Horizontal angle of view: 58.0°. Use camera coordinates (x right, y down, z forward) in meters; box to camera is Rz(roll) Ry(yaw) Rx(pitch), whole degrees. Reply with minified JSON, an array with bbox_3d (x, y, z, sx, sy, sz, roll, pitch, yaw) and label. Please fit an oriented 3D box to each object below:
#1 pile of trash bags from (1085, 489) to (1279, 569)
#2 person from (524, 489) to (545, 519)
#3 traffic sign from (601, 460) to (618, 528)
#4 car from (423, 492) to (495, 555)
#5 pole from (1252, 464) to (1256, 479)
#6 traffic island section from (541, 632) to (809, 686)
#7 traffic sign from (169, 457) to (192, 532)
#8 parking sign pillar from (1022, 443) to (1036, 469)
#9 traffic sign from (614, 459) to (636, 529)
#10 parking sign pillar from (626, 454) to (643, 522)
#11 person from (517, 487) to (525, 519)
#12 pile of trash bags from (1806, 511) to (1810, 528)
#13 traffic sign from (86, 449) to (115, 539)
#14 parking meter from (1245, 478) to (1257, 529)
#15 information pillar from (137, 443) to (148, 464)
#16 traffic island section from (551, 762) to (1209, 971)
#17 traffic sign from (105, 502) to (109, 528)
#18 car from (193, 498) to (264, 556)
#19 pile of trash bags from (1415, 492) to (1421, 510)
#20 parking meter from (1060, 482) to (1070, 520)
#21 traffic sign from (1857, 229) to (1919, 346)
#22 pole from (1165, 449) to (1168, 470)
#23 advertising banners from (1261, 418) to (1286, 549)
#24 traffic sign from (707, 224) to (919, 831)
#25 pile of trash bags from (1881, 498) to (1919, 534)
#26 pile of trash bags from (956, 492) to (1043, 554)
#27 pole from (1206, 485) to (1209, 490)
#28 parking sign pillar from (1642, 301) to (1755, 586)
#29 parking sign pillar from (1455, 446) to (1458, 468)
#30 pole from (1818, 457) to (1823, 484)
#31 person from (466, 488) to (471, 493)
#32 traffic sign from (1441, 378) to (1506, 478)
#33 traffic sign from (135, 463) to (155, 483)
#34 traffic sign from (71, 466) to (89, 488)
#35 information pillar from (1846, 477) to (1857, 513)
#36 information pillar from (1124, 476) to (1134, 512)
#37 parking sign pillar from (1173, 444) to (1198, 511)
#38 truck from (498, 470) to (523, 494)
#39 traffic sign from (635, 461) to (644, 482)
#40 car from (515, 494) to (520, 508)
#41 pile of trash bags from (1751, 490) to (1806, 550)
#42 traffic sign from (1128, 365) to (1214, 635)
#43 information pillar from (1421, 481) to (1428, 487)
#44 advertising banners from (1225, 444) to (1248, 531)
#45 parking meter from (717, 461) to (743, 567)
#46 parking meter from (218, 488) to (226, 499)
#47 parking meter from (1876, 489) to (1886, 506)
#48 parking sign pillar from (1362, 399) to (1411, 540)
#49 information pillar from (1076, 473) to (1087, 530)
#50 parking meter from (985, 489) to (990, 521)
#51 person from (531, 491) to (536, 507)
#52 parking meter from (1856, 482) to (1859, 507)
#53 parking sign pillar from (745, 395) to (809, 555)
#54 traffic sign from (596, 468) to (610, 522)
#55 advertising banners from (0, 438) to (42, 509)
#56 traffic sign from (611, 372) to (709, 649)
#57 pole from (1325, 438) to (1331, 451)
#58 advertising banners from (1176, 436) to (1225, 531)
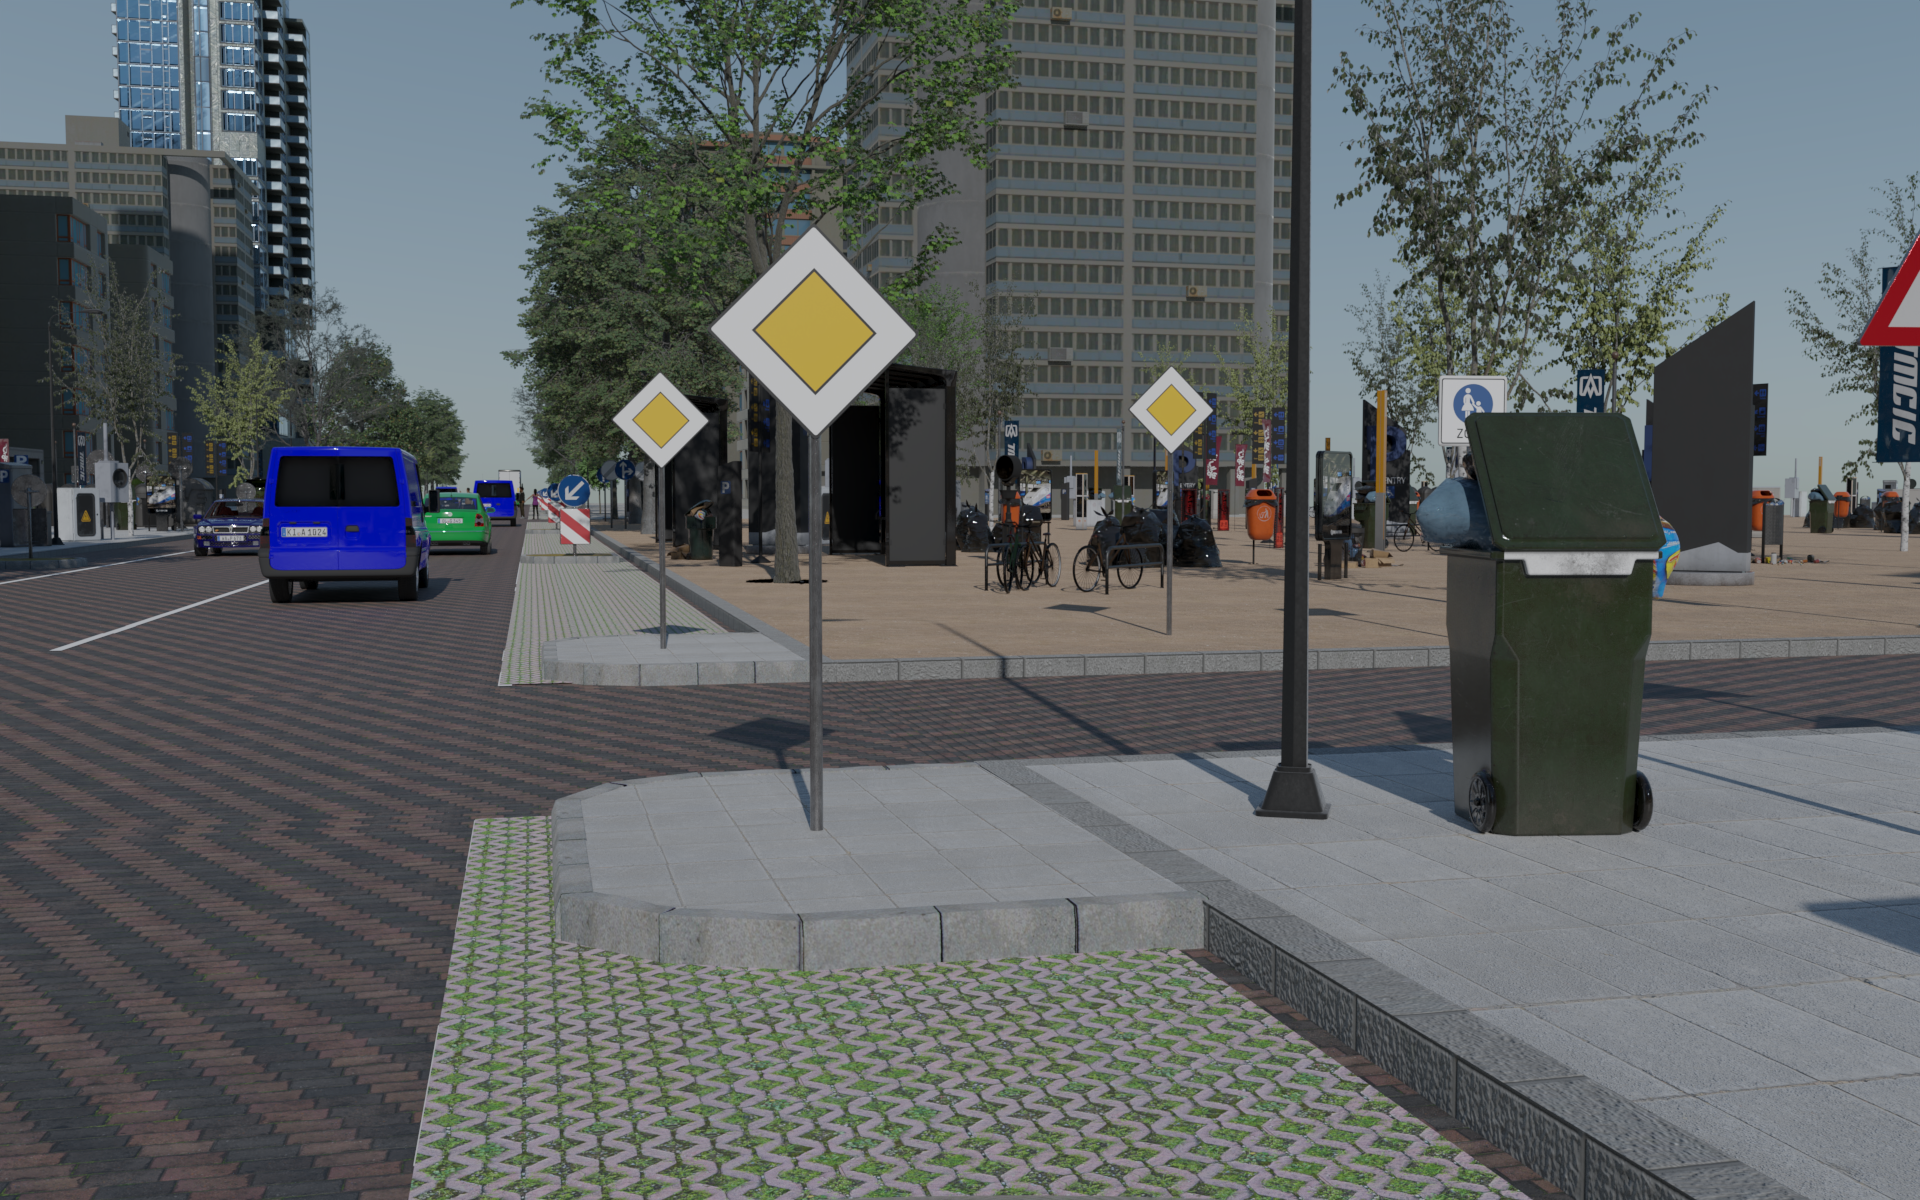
[{"bbox_3d":[4.064,-1.296,30.938,3.447,1.369,1.912,-1,4,-16],"label":"pile of trash bags"},{"bbox_3d":[-24.020,-5.426,97.891,1.217,1.739,0.721,-2,4,-31],"label":"person"},{"bbox_3d":[-13.087,-3.969,65.000,0.768,2.556,0.104,-1,4,-12],"label":"traffic sign"},{"bbox_3d":[-12.285,-2.030,41.992,1.959,1.807,4.718,-1,4,-14],"label":"car"},{"bbox_3d":[13.683,-5.309,80.638,0.158,3.312,0.155,0,3,0],"label":"pole"},{"bbox_3d":[-2.443,0.483,14.386,2.009,0.180,2.903,-1,4,-14],"label":"traffic island section"},{"bbox_3d":[-26.476,-3.594,58.865,0.768,2.556,0.104,0,4,-5],"label":"traffic sign"},{"bbox_3d":[3.614,-6.244,90.565,1.447,3.967,1.447,-1,4,-13],"label":"parking sign pillar"},{"bbox_3d":[-12.267,-3.877,63.495,0.768,2.556,0.104,0,4,-6],"label":"traffic sign"},{"bbox_3d":[-14.844,-5.630,80.530,1.447,3.967,1.447,-2,4,-28],"label":"parking sign pillar"},{"bbox_3d":[-25.561,-5.676,100.938,0.705,1.869,1.348,-2,4,-28],"label":"person"},{"bbox_3d":[33.867,-3.409,65.482,3.447,1.369,1.912,-1,4,-11],"label":"pile of trash bags"},{"bbox_3d":[-24.422,-3.005,49.243,0.768,2.556,0.104,-1,4,-11],"label":"traffic sign"},{"bbox_3d":[10.600,-3.508,63.072,0.399,1.863,0.255,-1,4,-21],"label":"parking meter"},{"bbox_3d":[-36.765,-5.295,77.923,0.183,3.616,0.504,2,4,29],"label":"information pillar"},{"bbox_3d":[-0.529,0.957,6.633,2.009,0.180,2.903,-1,4,-14],"label":"traffic island section"},{"bbox_3d":[-32.385,-4.012,65.705,0.768,2.556,0.104,-1,4,-9],"label":"traffic sign"},{"bbox_3d":[-17.126,-1.754,41.253,1.945,1.354,3.894,-1,4,-16],"label":"car"},{"bbox_3d":[17.862,-3.904,73.575,3.447,1.369,1.912,0,4,-5],"label":"pile of trash bags"},{"bbox_3d":[5.141,-4.835,84.765,0.399,1.863,0.255,2,4,31],"label":"parking meter"},{"bbox_3d":[3.651,-0.386,6.320,0.884,2.594,0.081,0,4,-7],"label":"traffic sign"},{"bbox_3d":[8.208,-4.562,68.437,0.158,3.312,0.155,0,3,0],"label":"pole"},{"bbox_3d":[7.548,-2.733,40.874,0.090,3.025,2.074,2,4,35],"label":"advertising banners"},{"bbox_3d":[-0.550,-0.178,6.550,0.795,2.450,0.064,-1,4,-14],"label":"traffic sign"},{"bbox_3d":[32.747,-3.161,61.432,3.447,1.369,1.912,3,5,44],"label":"pile of trash bags"},{"bbox_3d":[0.894,-1.748,38.327,1.912,1.369,3.447,-1,4,-8],"label":"pile of trash bags"},{"bbox_3d":[10.814,-5.015,75.836,0.158,3.312,0.155,0,3,0],"label":"pole"},{"bbox_3d":[10.589,-2.215,24.695,1.447,3.967,1.447,2,4,31],"label":"parking sign pillar"},{"bbox_3d":[21.678,-5.222,73.844,1.447,3.967,1.447,-1,4,-9],"label":"parking sign pillar"},{"bbox_3d":[46.823,-6.144,94.304,0.158,3.312,0.155,0,3,0],"label":"pole"},{"bbox_3d":[-28.788,-5.674,101.367,0.705,1.812,1.348,2,4,28],"label":"person"},{"bbox_3d":[4.436,-0.792,15.082,0.606,2.300,0.079,0,4,-6],"label":"traffic sign"},{"bbox_3d":[-33.259,-4.321,70.747,0.768,2.556,0.104,-1,4,-12],"label":"traffic sign"},{"bbox_3d":[-31.957,-3.720,62.953,0.606,2.300,0.079,0,4,-7],"label":"traffic sign"},{"bbox_3d":[39.036,-4.366,75.873,0.304,2.012,0.304,-2,4,-24],"label":"information pillar"},{"bbox_3d":[6.699,-3.928,68.722,0.304,2.012,0.304,-3,4,-39],"label":"information pillar"},{"bbox_3d":[9.885,-5.404,76.831,1.447,3.967,1.447,-1,4,-9],"label":"parking sign pillar"},{"bbox_3d":[-53.197,-13.212,204.925,2.839,4.237,11.283,-1,4,-14],"label":"truck"},{"bbox_3d":[-12.300,-4.118,67.437,0.768,2.556,0.104,-1,4,-10],"label":"traffic sign"},{"bbox_3d":[-47.966,-10.803,185.426,1.959,1.807,4.718,-1,4,-13],"label":"car"},{"bbox_3d":[16.726,-1.772,38.732,3.447,1.369,1.912,-1,4,-18],"label":"pile of trash bags"},{"bbox_3d":[1.896,-0.885,15.655,0.795,2.450,0.064,-1,4,-9],"label":"traffic sign"},{"bbox_3d":[26.522,-5.774,98.892,0.304,2.012,0.304,-1,4,-16],"label":"information pillar"},{"bbox_3d":[9.124,-3.909,60.098,2.074,3.025,0.090,-2,4,-27],"label":"advertising banners"},{"bbox_3d":[-4.071,-1.525,30.638,0.399,1.863,0.255,2,4,33],"label":"parking meter"},{"bbox_3d":[-31.633,-4.026,74.229,0.372,1.533,0.369,0,3,0],"label":"parking meter"},{"bbox_3d":[42.634,-4.389,80.171,0.372,1.533,0.369,0,3,0],"label":"parking meter"},{"bbox_3d":[12.144,-3.725,49.371,1.447,3.967,1.447,-1,4,-10],"label":"parking sign pillar"},{"bbox_3d":[4.300,-3.473,61.280,0.304,2.012,0.304,2,4,33],"label":"information pillar"},{"bbox_3d":[1.356,-4.498,81.946,0.372,1.533,0.369,0,3,0],"label":"parking meter"},{"bbox_3d":[-45.694,-10.846,185.920,0.705,1.812,1.348,0,4,5],"label":"person"},{"bbox_3d":[43.521,-4.809,84.344,0.399,1.863,0.255,-2,4,-35],"label":"parking meter"},{"bbox_3d":[-3.900,-2.983,37.241,1.447,3.967,1.447,2,4,25],"label":"parking sign pillar"},{"bbox_3d":[-16.523,-4.925,80.624,0.768,2.556,0.104,-1,4,-11],"label":"traffic sign"},{"bbox_3d":[-29.378,-3.544,54.139,2.074,3.025,0.090,2,4,30],"label":"advertising banners"},{"bbox_3d":[-2.464,-0.652,14.303,0.795,2.450,0.064,-1,4,-14],"label":"traffic sign"},{"bbox_3d":[13.268,-4.203,62.563,0.158,3.312,0.155,0,3,0],"label":"pole"},{"bbox_3d":[6.901,-3.435,52.354,2.074,3.025,0.090,2,4,24],"label":"advertising banners"}]
